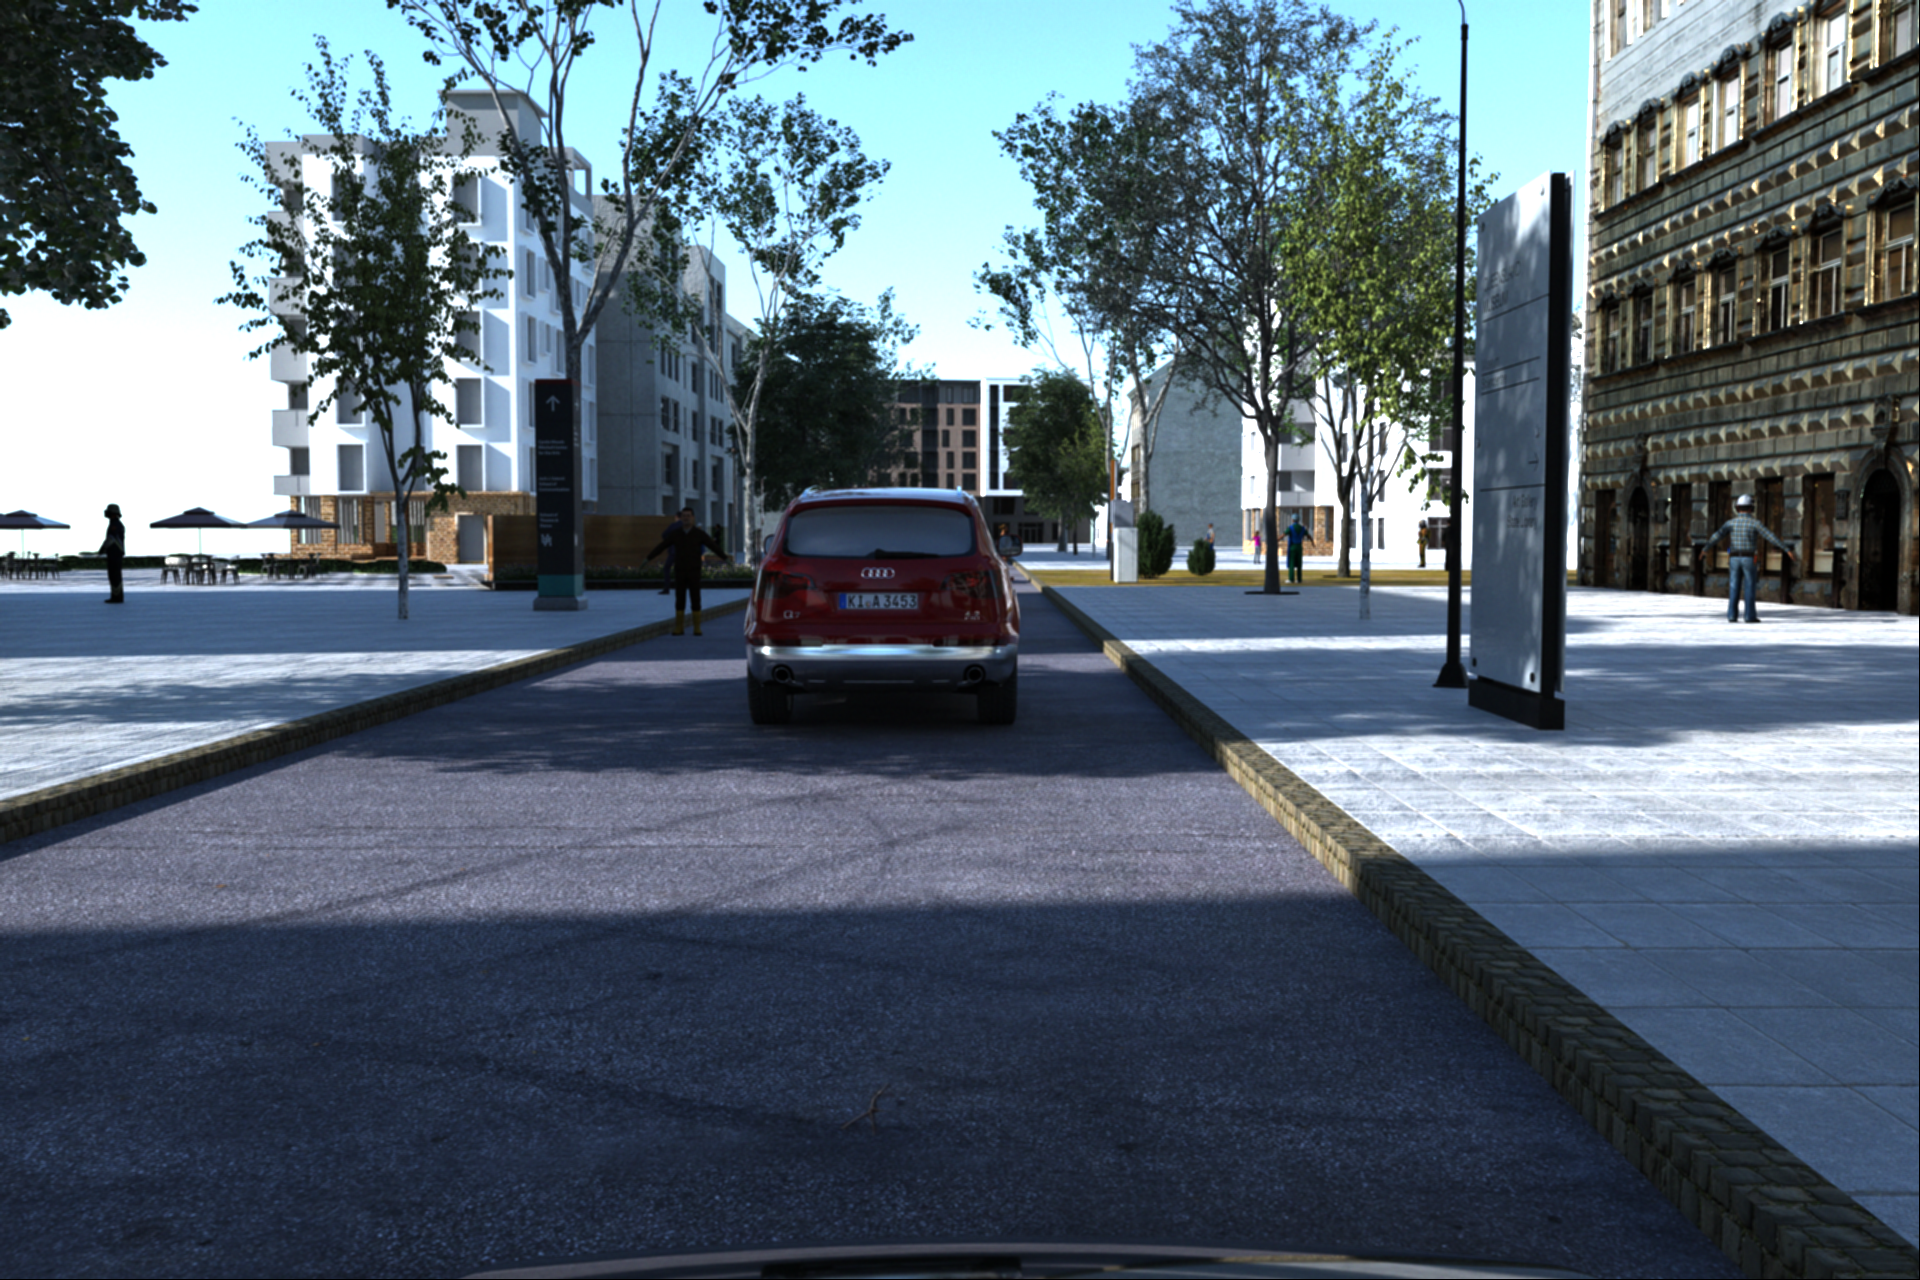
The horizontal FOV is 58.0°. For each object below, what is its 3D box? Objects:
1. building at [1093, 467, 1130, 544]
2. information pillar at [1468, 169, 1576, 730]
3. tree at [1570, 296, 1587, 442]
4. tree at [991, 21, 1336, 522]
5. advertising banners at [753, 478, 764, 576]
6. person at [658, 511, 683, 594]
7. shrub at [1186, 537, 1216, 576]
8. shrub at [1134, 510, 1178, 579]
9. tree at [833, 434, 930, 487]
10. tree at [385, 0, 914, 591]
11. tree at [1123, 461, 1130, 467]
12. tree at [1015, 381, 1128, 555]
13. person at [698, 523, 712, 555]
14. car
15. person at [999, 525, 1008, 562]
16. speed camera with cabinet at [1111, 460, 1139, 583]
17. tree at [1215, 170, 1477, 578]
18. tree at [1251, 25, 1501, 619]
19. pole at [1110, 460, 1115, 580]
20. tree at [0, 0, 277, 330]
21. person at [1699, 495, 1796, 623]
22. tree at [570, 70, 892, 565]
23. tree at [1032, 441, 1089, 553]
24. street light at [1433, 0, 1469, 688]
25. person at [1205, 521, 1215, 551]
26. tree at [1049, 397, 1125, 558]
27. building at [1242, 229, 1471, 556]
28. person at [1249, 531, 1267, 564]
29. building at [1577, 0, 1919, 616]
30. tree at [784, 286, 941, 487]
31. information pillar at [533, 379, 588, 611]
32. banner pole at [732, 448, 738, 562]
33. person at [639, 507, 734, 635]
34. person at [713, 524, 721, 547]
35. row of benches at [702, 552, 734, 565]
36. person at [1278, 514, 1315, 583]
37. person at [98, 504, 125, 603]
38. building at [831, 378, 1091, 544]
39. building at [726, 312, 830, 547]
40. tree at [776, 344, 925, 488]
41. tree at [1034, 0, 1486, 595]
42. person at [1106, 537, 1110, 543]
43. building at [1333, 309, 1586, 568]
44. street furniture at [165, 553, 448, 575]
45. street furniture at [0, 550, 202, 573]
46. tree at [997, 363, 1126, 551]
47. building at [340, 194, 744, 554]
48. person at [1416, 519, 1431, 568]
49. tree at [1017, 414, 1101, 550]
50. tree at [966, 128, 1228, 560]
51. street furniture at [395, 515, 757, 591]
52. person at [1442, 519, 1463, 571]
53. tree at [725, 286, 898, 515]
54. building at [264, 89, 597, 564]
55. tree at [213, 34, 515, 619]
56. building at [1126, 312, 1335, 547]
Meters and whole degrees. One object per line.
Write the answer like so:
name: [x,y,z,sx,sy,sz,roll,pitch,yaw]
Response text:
building: [22.139,-16.866,217.912,9.099,9.664,28.070,0,4,0]
information pillar: [3.884,-1.268,12.052,0.184,3.620,1.656,0,4,1]
tree: [24.254,-8.987,57.314,12.009,13.543,11.850,0,3,0]
tree: [7.781,-12.756,64.447,12.611,20.169,13.585,0,3,0]
advertising banners: [-6.221,-3.513,53.627,0.090,3.025,2.074,0,4,2]
person: [-6.104,-1.861,36.920,0.683,1.767,0.568,-2,4,-35]
shrub: [7.400,-2.570,53.144,1.383,1.207,1.383,0,3,0]
shrub: [5.386,-2.752,49.416,1.690,2.028,1.600,0,3,0]
tree: [-7.044,-13.080,148.277,8.767,10.594,7.601,-1,4,-20]
tree: [-7.217,-11.127,37.824,12.611,20.169,13.585,0,3,0]
tree: [24.908,-19.055,237.309,9.928,11.665,9.643,0,3,0]
tree: [6.812,-10.518,106.374,7.601,10.594,8.767,-2,4,-26]
person: [-11.571,-4.315,77.011,1.216,1.772,0.721,-1,4,-10]
car: [-0.585,-0.363,14.606,2.281,1.827,5.304,0,4,0]
person: [1.482,-2.774,54.618,0.721,1.733,1.217,0,4,-5]
speed camera with cabinet: [4.375,-3.154,45.901,0.660,3.252,2.038,0,4,1]
tree: [11.303,-7.639,50.658,9.928,11.665,9.643,0,3,0]
tree: [6.205,-4.603,25.615,4.737,8.622,4.395,0,3,0]
pole: [4.242,-3.303,47.855,0.158,3.312,0.155,0,3,0]
tree: [-8.779,-6.414,11.519,9.857,13.997,8.962,0,3,0]
person: [11.379,-1.179,25.119,1.345,1.849,0.704,3,5,44]
tree: [-9.540,-13.195,71.623,12.611,20.169,13.585,0,3,0]
tree: [7.359,-10.152,116.342,4.360,8.622,3.978,0,3,0]
street light: [4.692,-2.559,14.381,1.470,5.913,1.316,0,4,1]
person: [10.993,-4.299,76.144,0.705,1.847,1.347,0,4,-6]
tree: [7.163,-8.758,93.559,4.737,8.622,4.395,0,3,0]
building: [23.930,-15.758,114.059,16.016,20.090,11.380,0,4,1]
person: [12.824,-3.989,74.486,0.599,1.433,0.991,-3,5,-44]
building: [24.265,-12.337,32.644,19.493,23.208,18.063,0,4,1]
tree: [-7.570,-16.984,133.579,12.611,20.169,13.585,0,3,0]
information pillar: [-6.767,-2.439,29.255,0.750,3.857,0.750,0,4,0]
banner pole: [-6.592,-3.724,50.899,0.401,3.779,0.863,0,4,1]
person: [-3.859,-0.974,24.524,1.346,1.812,0.704,0,4,0]
person: [-11.188,-4.446,79.408,0.721,1.740,1.216,0,4,-2]
row of benches: [-9.633,-2.677,59.227,4.104,0.672,1.422,-1,4,-19]
person: [8.806,-2.413,45.580,1.347,1.817,0.704,-1,4,-21]
person: [-15.781,-1.615,32.266,0.704,1.845,1.351,-1,4,-15]
building: [-0.711,-23.972,238.379,32.646,21.610,27.936,0,4,-7]
building: [-23.262,-21.046,175.024,19.493,23.208,18.063,0,4,1]
tree: [-7.328,-12.191,109.696,12.009,13.543,11.850,0,3,0]
tree: [6.603,-7.728,36.726,12.009,13.543,11.850,0,3,0]
person: [6.545,-3.996,71.515,1.347,1.806,0.705,-3,5,-43]
building: [24.173,-8.329,78.330,9.099,9.664,28.070,0,4,1]
street furniture: [-21.978,-2.562,57.507,10.072,0.657,5.734,3,4,39]
street furniture: [-31.957,-2.878,62.676,5.734,0.657,10.072,1,4,13]
tree: [7.629,-13.535,127.960,9.857,13.997,8.962,0,3,0]
building: [-23.959,-14.670,106.319,16.747,18.905,31.486,0,4,1]
person: [17.733,-3.715,66.505,0.705,1.858,1.354,0,4,8]
tree: [8.392,-13.253,142.435,9.928,11.665,9.643,0,3,0]
tree: [6.473,-13.906,83.252,12.611,20.169,13.585,0,3,0]
street furniture: [-7.922,-2.158,42.143,11.010,1.723,9.812,-1,4,-18]
person: [16.975,-3.302,59.920,0.705,1.837,1.347,-1,4,-10]
tree: [-8.072,-11.228,90.228,9.857,13.997,8.962,0,3,0]
building: [-23.543,-13.381,75.193,16.016,20.090,11.380,0,4,0]
tree: [-8.503,-4.608,25.711,4.737,8.622,4.395,0,3,0]
building: [27.721,-21.303,179.237,19.493,23.208,18.063,0,4,0]
